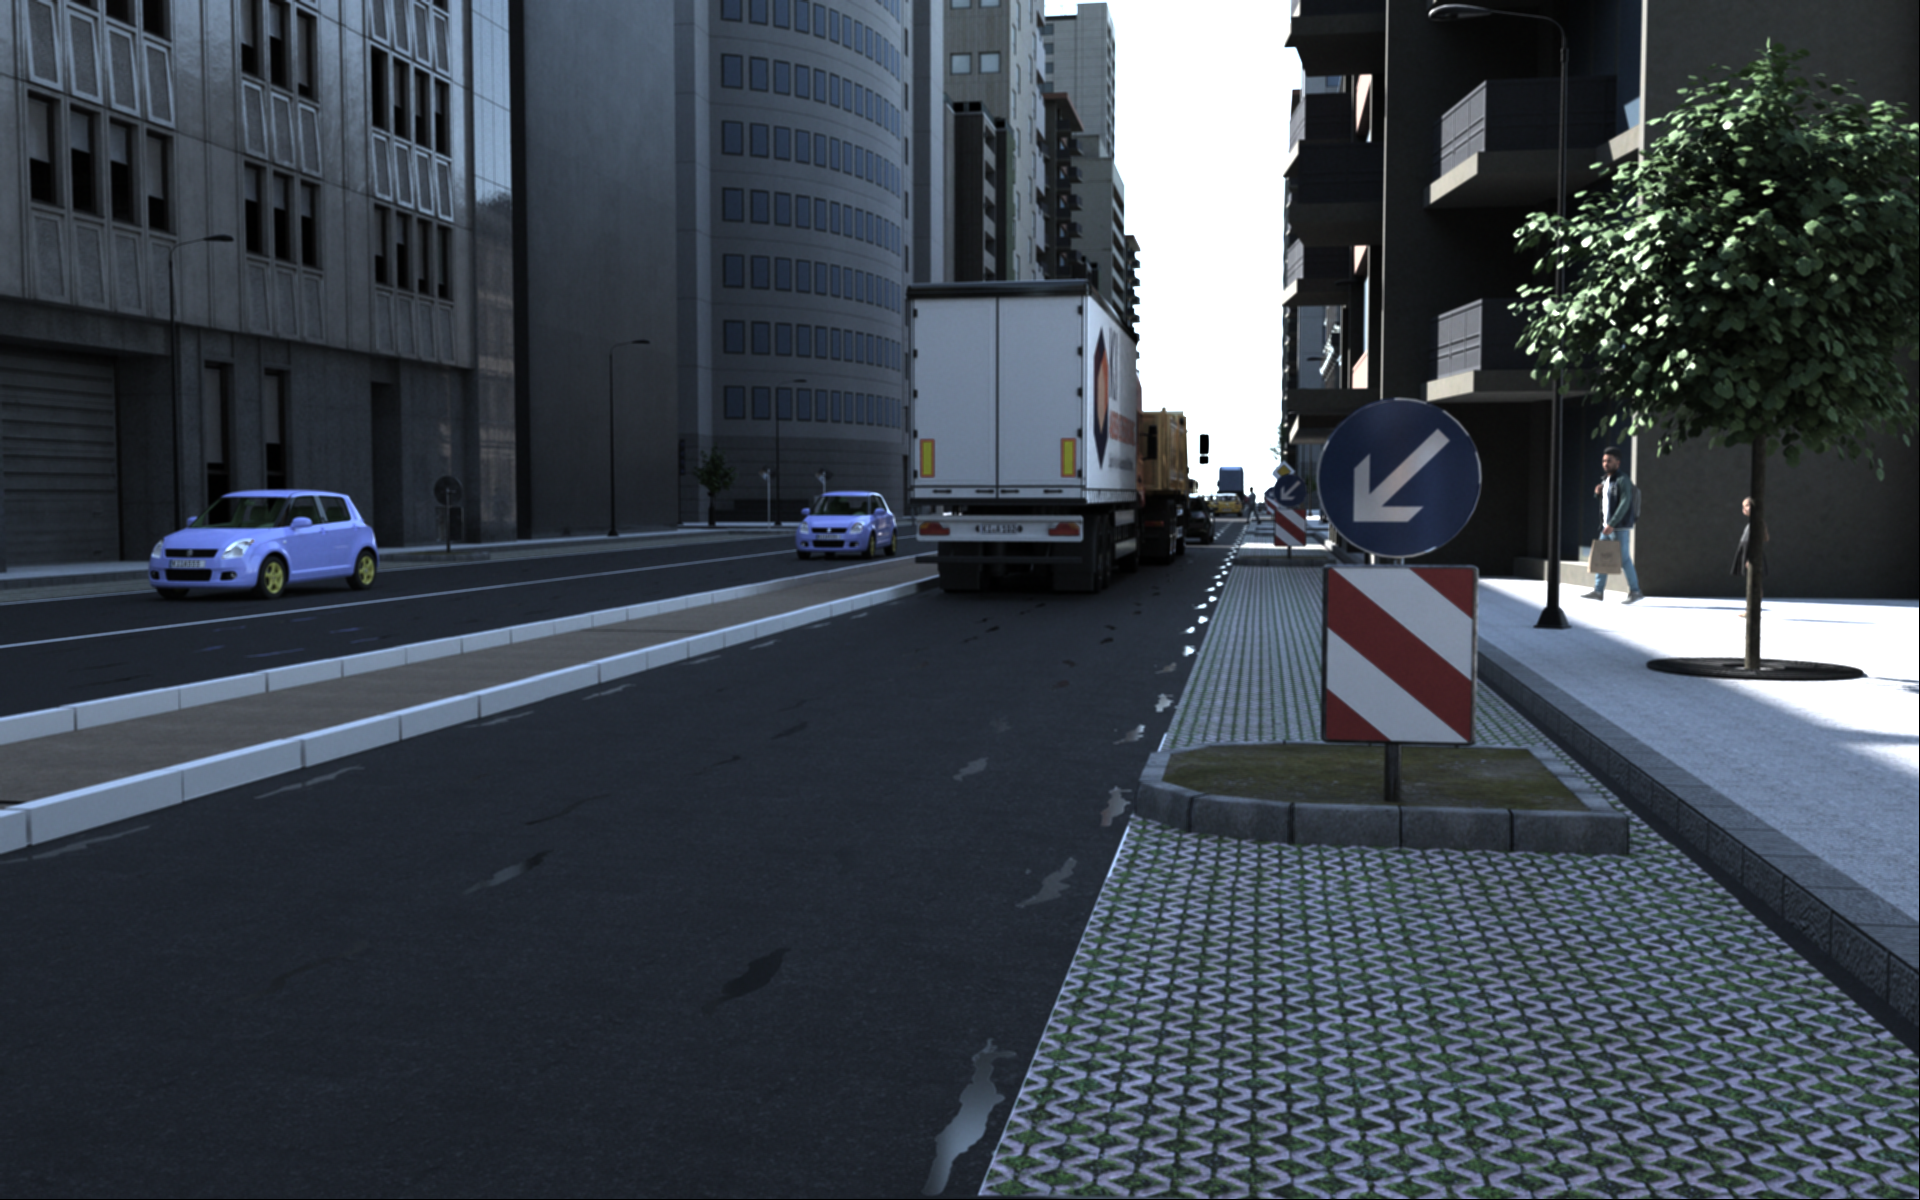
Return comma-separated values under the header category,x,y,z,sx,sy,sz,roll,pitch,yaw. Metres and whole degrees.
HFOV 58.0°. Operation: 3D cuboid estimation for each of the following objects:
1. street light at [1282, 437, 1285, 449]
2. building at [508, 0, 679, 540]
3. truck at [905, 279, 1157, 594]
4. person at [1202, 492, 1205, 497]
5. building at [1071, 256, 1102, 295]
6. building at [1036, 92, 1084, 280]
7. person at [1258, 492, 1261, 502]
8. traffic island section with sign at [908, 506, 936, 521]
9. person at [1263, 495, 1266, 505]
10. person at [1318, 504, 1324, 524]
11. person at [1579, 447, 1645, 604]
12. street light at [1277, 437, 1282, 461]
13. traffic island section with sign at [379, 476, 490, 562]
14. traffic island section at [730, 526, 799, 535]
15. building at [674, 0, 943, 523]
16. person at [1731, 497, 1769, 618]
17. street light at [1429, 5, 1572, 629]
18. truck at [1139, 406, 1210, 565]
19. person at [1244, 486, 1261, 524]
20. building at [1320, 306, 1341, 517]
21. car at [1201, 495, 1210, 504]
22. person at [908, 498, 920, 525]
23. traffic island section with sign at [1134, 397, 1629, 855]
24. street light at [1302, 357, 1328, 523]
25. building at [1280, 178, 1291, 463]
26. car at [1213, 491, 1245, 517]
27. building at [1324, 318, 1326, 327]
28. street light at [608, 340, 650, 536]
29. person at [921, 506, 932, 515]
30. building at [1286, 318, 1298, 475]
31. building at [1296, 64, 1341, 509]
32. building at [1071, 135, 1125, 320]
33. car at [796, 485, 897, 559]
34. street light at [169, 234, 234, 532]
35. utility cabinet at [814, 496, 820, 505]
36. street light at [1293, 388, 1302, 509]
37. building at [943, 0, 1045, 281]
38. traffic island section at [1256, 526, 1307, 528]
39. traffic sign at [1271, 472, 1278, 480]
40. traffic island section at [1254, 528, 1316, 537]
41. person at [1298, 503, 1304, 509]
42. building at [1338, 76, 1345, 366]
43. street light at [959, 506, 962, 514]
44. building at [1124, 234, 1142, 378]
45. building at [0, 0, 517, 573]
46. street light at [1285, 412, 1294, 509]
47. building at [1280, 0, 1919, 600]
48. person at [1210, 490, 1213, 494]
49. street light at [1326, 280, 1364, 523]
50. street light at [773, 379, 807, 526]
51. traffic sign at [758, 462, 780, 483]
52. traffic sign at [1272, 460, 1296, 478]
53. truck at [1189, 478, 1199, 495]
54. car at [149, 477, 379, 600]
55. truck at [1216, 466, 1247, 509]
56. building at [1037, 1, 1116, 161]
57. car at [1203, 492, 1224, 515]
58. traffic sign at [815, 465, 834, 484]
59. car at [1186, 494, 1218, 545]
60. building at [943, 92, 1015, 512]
category,x,y,z,sx,sy,sz,roll,pitch,yaw
street light,23.098,-8.979,119.342,1.470,5.913,1.316,1,4,10
building,-22.522,-16.096,56.681,24.014,27.812,14.314,1,4,10
truck,1.494,-2.413,28.361,2.839,4.237,11.283,1,4,10
person,36.899,-15.495,262.548,0.721,1.736,1.217,-3,4,-38
building,9.388,-26.729,208.719,14.160,30.474,14.107,1,4,10
building,1.543,-32.598,187.600,22.147,44.769,28.867,1,4,10
person,50.023,-17.156,289.028,0.705,1.821,1.348,1,4,22
traffic island section with sign,-1.624,-5.127,92.461,1.989,1.847,2.006,1,4,10
person,41.864,-13.984,237.148,0.705,1.823,1.348,-1,4,-15
person,15.273,-3.820,73.190,0.352,1.250,0.332,3,4,38
person,7.598,-0.862,20.124,0.713,1.824,0.794,1,4,15
street light,26.740,-10.283,140.663,1.470,5.913,1.316,1,4,10
traffic island section with sign,-11.252,-1.751,37.263,1.989,1.847,2.006,1,4,10
traffic island section,-6.895,-2.444,62.242,2.009,0.180,2.903,1,4,10
building,-13.730,-33.545,90.452,21.231,58.520,28.212,1,4,10
person,8.167,-0.440,17.903,0.373,1.253,0.362,1,4,19
street light,5.157,-2.691,16.546,1.470,5.913,1.316,1,4,10
truck,3.706,-2.623,38.812,3.469,3.379,9.791,1,4,10
person,13.753,-4.439,81.356,0.850,1.792,0.678,-1,4,-16
building,23.993,-13.768,89.731,10.561,19.102,19.286,1,4,10
car,11.757,-4.679,88.509,2.014,1.417,4.499,1,4,9
person,-2.064,-4.333,79.443,0.635,1.810,0.391,0,4,3
traffic island section with sign,1.830,0.043,7.920,1.989,1.847,2.006,1,4,10
street light,12.442,-5.273,58.753,1.470,5.913,1.316,1,4,10
building,56.208,-37.927,243.815,21.300,48.544,21.600,1,4,10
car,17.238,-6.174,111.174,2.015,1.641,3.980,1,4,12
building,29.766,-16.406,119.148,10.553,20.767,40.483,1,4,10
street light,-9.992,-4.876,52.264,1.470,5.913,1.316,1,4,10
person,-1.231,-3.185,61.138,0.480,1.755,0.524,1,4,22
building,46.216,-26.614,206.841,14.160,30.474,14.107,1,4,10
building,41.139,-37.507,155.232,21.231,58.520,28.212,1,4,10
building,11.142,-37.600,238.465,21.300,48.544,21.600,1,4,10
car,-2.550,-1.811,39.202,1.945,1.707,3.694,1,4,9
street light,-13.667,-3.588,31.206,1.470,5.913,1.316,1,4,10
utility cabinet,-6.086,-3.942,75.613,0.306,1.237,1.020,1,4,12
street light,15.492,-6.326,75.968,1.470,5.913,1.316,1,4,10
building,-6.816,-34.906,159.953,28.713,52.752,27.495,1,4,10
traffic island section,12.446,-2.734,66.983,2.009,0.180,2.903,1,4,10
traffic sign,12.422,-3.958,66.905,0.795,2.593,0.064,1,4,10
traffic island section,11.075,-2.253,59.116,2.009,0.180,2.903,1,4,10
person,21.462,-6.289,109.361,0.515,1.767,0.782,0,4,4
building,33.133,-15.321,69.583,34.723,24.649,14.460,1,4,10
street light,0.536,-8.593,113.036,1.470,5.913,1.316,1,4,10
building,18.135,-38.512,284.291,22.147,44.769,28.867,1,4,10
building,-19.597,-13.413,37.322,12.078,24.808,19.932,1,4,10
street light,19.344,-7.692,98.297,1.470,5.913,1.316,1,4,10
building,17.517,-23.110,32.481,22.147,44.769,28.867,1,4,10
person,26.755,-10.766,184.161,1.348,1.869,0.705,0,4,2
street light,8.819,-3.980,37.607,1.470,5.913,1.316,1,4,10
street light,-6.871,-5.970,70.153,1.470,5.913,1.316,1,4,10
traffic sign,-6.871,-3.669,62.171,0.795,2.593,0.064,1,4,10
traffic sign,11.051,-3.477,59.038,0.795,2.593,0.064,1,4,10
truck,27.798,-13.270,212.893,3.469,3.379,9.791,1,4,11
car,-9.923,-0.929,24.776,1.945,1.707,3.694,1,4,11
truck,24.819,-10.418,160.099,2.967,4.110,18.799,1,4,11
building,14.748,-50.191,258.874,20.563,71.187,20.611,1,4,10
car,17.729,-6.784,121.143,2.015,1.641,3.980,1,4,11
traffic sign,-5.499,-4.150,70.038,0.795,2.593,0.064,1,4,10
car,6.507,-2.497,50.610,2.009,1.686,4.222,1,4,11
building,-3.820,-21.834,128.685,14.160,30.474,14.107,1,4,10
